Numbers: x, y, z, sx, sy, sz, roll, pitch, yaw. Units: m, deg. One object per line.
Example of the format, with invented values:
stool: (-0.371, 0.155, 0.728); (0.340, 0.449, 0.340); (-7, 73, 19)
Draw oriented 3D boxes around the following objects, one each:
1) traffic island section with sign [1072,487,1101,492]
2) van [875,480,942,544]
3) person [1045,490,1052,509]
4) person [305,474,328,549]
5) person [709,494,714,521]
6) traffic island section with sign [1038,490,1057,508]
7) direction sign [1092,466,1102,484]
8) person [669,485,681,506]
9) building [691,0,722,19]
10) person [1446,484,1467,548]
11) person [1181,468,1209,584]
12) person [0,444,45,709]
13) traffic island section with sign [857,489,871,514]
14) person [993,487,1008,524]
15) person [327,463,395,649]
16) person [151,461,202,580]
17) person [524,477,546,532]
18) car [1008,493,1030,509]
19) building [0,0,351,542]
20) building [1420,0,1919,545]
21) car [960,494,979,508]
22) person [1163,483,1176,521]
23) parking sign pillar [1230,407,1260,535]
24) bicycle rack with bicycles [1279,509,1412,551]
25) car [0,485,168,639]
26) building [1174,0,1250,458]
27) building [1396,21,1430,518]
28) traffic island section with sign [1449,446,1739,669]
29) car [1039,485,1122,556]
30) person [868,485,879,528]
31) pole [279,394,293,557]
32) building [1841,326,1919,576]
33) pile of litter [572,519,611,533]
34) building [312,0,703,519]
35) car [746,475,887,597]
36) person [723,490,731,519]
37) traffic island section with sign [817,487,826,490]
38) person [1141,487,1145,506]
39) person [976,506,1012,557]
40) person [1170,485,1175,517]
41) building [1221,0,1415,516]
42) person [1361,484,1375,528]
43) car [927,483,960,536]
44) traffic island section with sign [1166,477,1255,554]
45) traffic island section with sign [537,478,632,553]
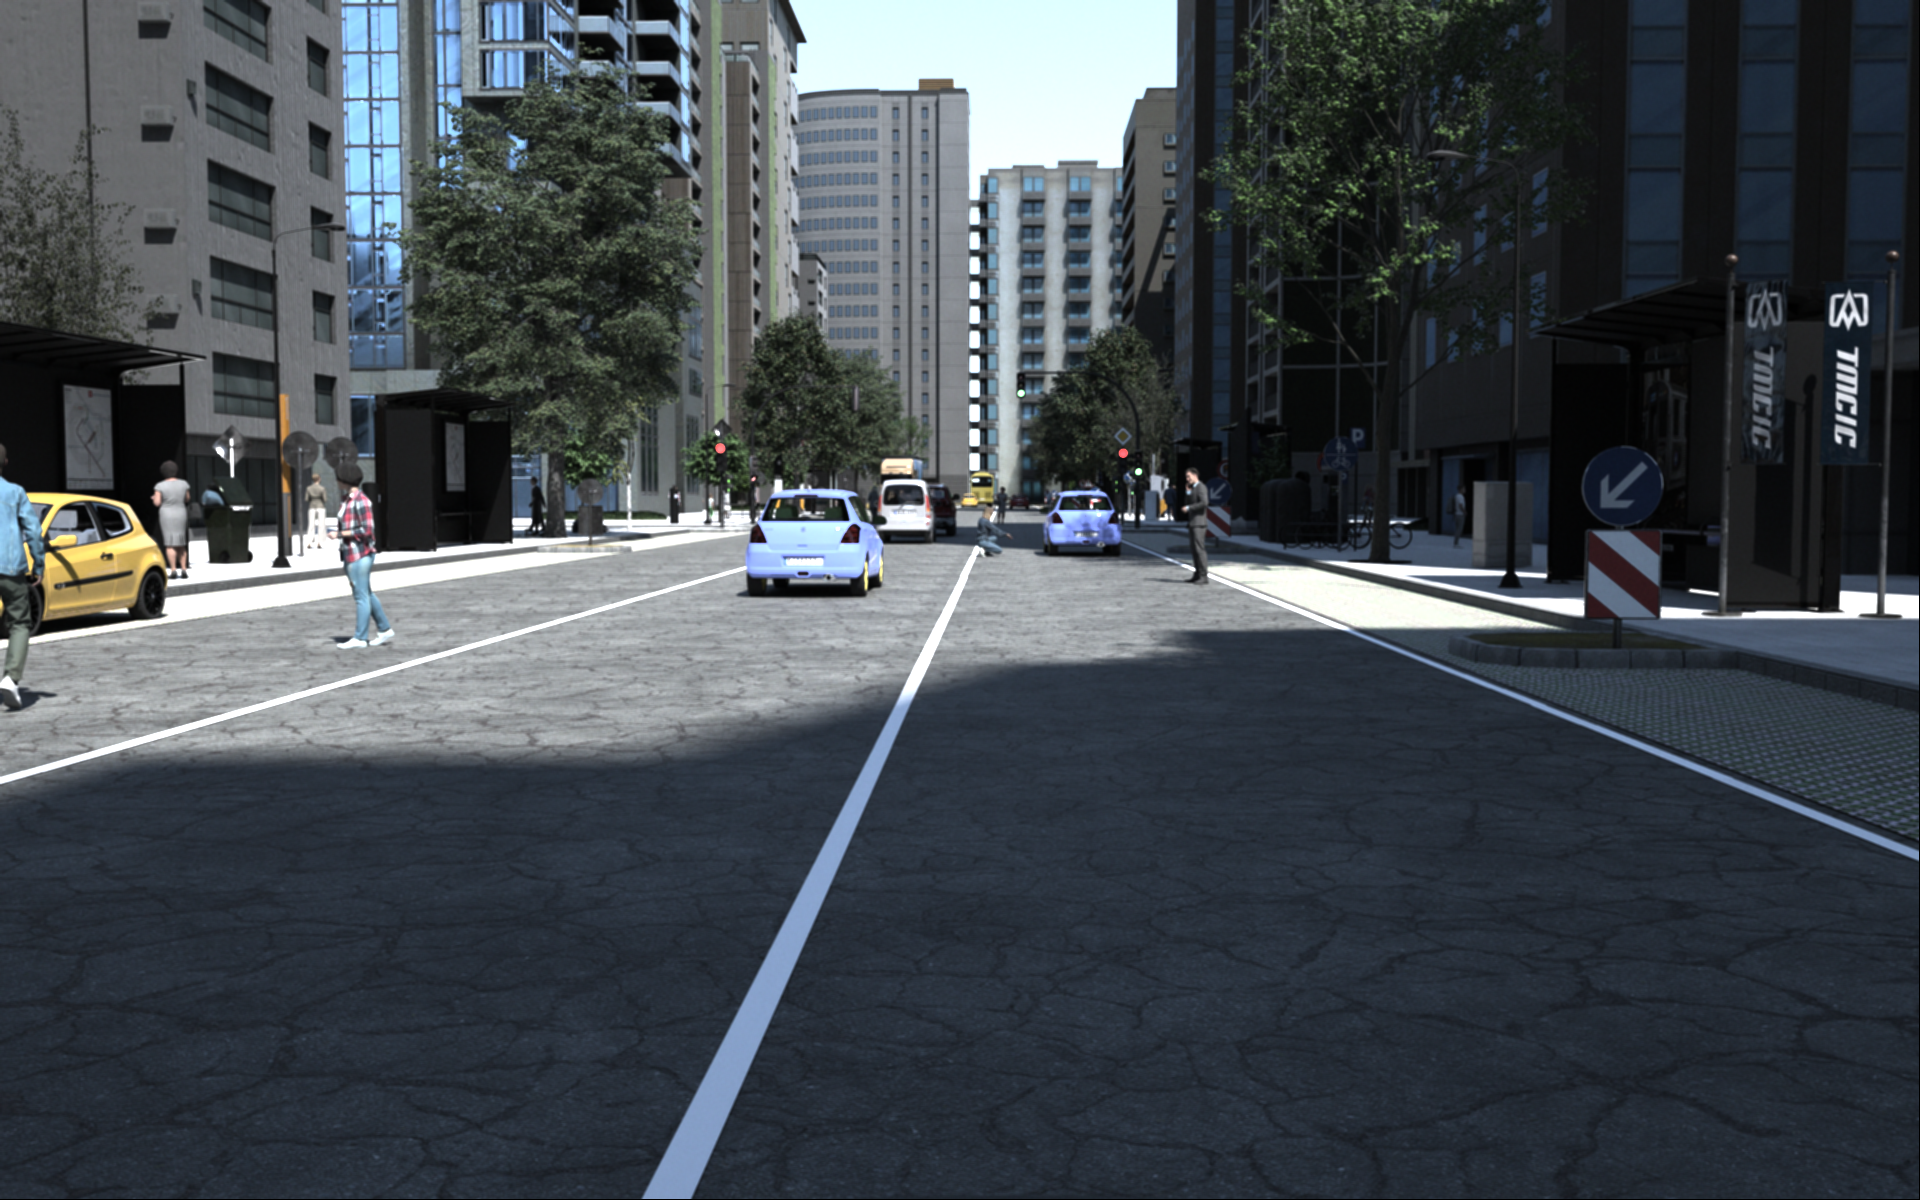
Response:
traffic island section with sign: (7.447, -5.408, 97.046); (1.989, 1.847, 2.006); (0, 4, 1)
van: (-1.570, -2.717, 51.436); (2.013, 2.044, 4.112); (0, 4, 1)
person: (7.264, -8.106, 141.293); (0.793, 1.790, 0.793); (1, 4, 9)
person: (-15.011, -2.072, 40.462); (0.519, 1.759, 0.362); (0, 4, -3)
person: (-11.778, -4.375, 81.824); (0.306, 1.304, 0.590); (0, 4, 8)
traffic island section with sign: (10.080, -11.792, 201.425); (1.989, 1.847, 2.006); (0, 4, 1)
direction sign: (11.005, -9.004, 139.209); (0.876, 3.537, 0.379); (1, 4, 16)
person: (-13.414, -4.556, 81.365); (0.563, 1.720, 0.643); (0, 4, 8)
building: (-26.566, -27.630, 135.351); (14.154, 41.232, 14.086); (0, 4, 1)
person: (11.843, -1.989, 41.161); (0.523, 1.515, 0.503); (-3, 4, -38)
person: (3.749, -1.188, 27.730); (0.447, 1.846, 0.655); (-1, 4, -9)
person: (-6.350, -0.155, 11.377); (0.601, 1.785, 0.444); (-1, 4, -23)
traffic island section with sign: (-7.064, -7.148, 125.502); (1.989, 1.847, 2.006); (0, 4, 1)
person: (1.921, -4.556, 83.342); (0.716, 1.782, 0.532); (1, 4, 8)
person: (-5.588, -0.418, 16.169); (0.643, 1.720, 0.563); (-2, 4, -30)
person: (-11.801, -1.204, 26.093); (0.716, 1.782, 0.532); (-3, 5, -44)
person: (-14.433, -3.241, 58.804); (0.755, 1.850, 0.659); (-1, 4, -17)
car: (5.546, -9.377, 162.354); (2.155, 1.783, 4.494); (0, 4, 0)
building: (-26.493, -17.072, 50.836); (14.107, 30.474, 14.160); (0, 4, 1)
building: (21.347, -24.281, 47.108); (14.600, 45.320, 14.200); (0, 4, 1)
car: (1.017, -10.656, 184.447); (2.015, 1.641, 3.980); (0, 4, 1)
person: (9.942, -4.612, 81.626); (0.721, 1.800, 0.419); (1, 4, 15)
parking sign pillar: (8.917, -4.030, 54.357); (1.447, 3.967, 1.447); (-1, 4, -14)
bicycle rack with bicycles: (8.718, -1.655, 40.448); (2.925, 0.926, 2.852); (3, 5, 39)
car: (-10.007, -0.492, 18.262); (2.015, 1.641, 3.980); (0, 4, 1)
building: (24.522, -29.723, 136.082); (14.600, 45.320, 14.200); (0, 4, 1)
building: (37.473, -26.679, 90.828); (28.867, 44.769, 22.147); (0, 4, 1)
traffic island section with sign: (5.372, -0.393, 15.054); (1.989, 1.847, 2.006); (0, 4, 1)
car: (2.874, -1.933, 41.200); (1.945, 1.707, 3.694); (0, 3, 0)
person: (-3.709, -3.971, 73.609); (0.537, 1.800, 0.526); (-2, 4, -28)
pole: (-13.827, -2.547, 35.494); (0.158, 3.312, 0.155); (0, 3, 0)
building: (23.970, -35.313, 15.619); (20.563, 71.187, 20.611); (0, 4, 1)
pile of litter: (-12.157, -2.652, 57.326); (1.176, 0.858, 1.719); (2, 4, 34)
building: (-27.472, -48.335, 102.951); (22.319, 86.520, 31.000); (0, 4, 1)
car: (-2.078, -0.974, 25.512); (1.945, 1.707, 3.694); (0, 4, 2)
person: (-11.872, -4.962, 87.530); (0.624, 1.780, 0.694); (-2, 4, -28)
traffic island section with sign: (-7.783, -5.432, 97.440); (1.989, 1.847, 2.006); (0, 4, 1)
person: (14.015, -7.701, 131.915); (0.622, 1.834, 0.822); (3, 4, 36)
person: (0.688, -1.588, 39.969); (0.738, 1.151, 1.012); (-1, 4, -20)
person: (11.896, -5.475, 95.925); (0.532, 1.782, 0.716); (0, 4, 8)
building: (27.845, -41.076, 109.842); (20.563, 71.187, 20.611); (0, 4, 1)
person: (16.330, -3.713, 69.181); (0.573, 1.828, 0.580); (2, 4, 24)
car: (-1.160, -3.167, 60.458); (2.281, 1.827, 5.304); (0, 4, 1)
traffic island section with sign: (6.047, -2.041, 42.001); (1.989, 1.847, 2.006); (0, 4, 1)
traffic island section with sign: (-9.160, -2.077, 42.584); (1.989, 1.847, 2.006); (0, 4, 1)
